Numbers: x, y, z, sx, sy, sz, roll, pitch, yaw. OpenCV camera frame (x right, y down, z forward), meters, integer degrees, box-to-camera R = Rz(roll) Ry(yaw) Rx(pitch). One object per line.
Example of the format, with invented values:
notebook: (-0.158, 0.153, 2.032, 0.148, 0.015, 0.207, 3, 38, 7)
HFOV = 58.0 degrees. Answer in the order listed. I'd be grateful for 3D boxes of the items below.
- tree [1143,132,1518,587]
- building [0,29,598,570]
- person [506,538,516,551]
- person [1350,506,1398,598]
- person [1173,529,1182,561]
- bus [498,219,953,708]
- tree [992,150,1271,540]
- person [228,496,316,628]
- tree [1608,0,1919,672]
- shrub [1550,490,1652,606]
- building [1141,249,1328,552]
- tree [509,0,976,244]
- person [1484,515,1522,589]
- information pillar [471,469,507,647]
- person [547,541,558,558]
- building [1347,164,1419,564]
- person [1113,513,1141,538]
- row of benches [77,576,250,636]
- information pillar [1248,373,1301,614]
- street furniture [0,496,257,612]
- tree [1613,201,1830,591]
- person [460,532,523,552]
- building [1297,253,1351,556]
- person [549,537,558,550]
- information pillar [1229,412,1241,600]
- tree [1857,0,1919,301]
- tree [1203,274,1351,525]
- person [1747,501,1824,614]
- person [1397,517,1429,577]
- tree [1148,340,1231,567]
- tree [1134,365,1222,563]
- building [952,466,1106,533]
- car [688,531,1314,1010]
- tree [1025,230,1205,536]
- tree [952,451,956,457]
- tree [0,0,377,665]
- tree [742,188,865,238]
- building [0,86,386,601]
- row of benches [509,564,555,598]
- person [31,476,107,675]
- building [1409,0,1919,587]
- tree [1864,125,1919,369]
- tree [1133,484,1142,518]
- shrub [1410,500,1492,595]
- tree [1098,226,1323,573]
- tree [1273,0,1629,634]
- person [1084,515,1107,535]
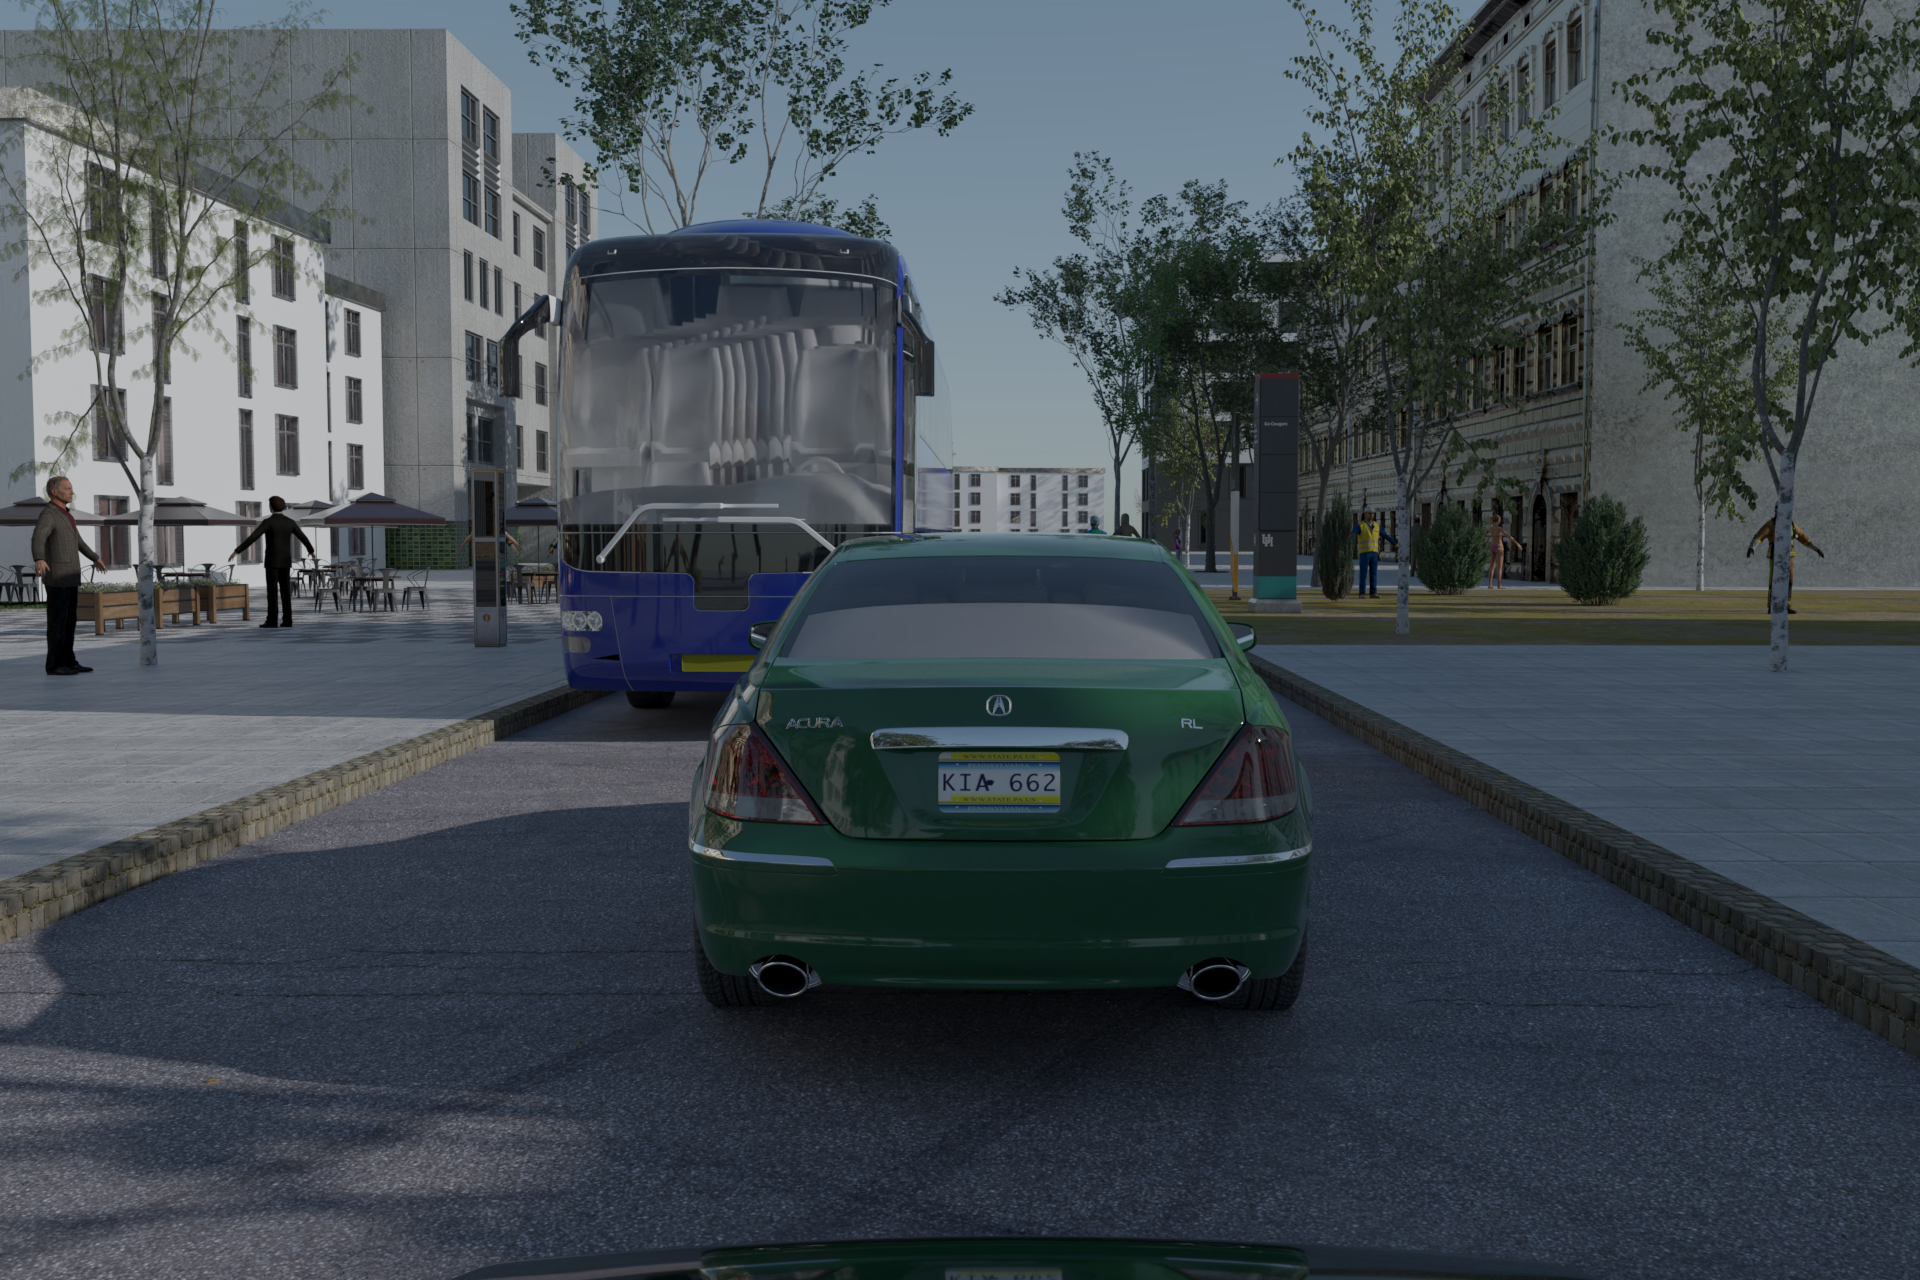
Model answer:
tree: (8.575, -6.536, 41.269, 8.767, 10.594, 7.601, 0, 4, 5)
building: (-26.161, -12.866, 76.811, 16.747, 18.905, 31.486, 0, 4, 1)
person: (-10.404, -2.022, 38.989, 0.705, 1.837, 1.347, -3, 5, -41)
person: (8.152, -1.745, 34.499, 1.349, 1.833, 0.705, -1, 4, -13)
person: (7.196, -2.904, 56.743, 0.599, 1.433, 0.991, 0, 4, 5)
bus: (-1.488, -1.587, 17.499, 2.896, 3.916, 12.251, 0, 4, 1)
tree: (8.391, -14.127, 86.858, 12.611, 20.169, 13.585, 0, 3, 0)
person: (-9.374, -1.074, 23.748, 0.705, 1.806, 1.347, 2, 4, 33)
tree: (7.851, -4.012, 15.963, 4.737, 8.622, 4.395, 0, 3, 0)
shrub: (11.541, -1.661, 31.200, 1.661, 2.075, 1.752, 0, 3, 0)
building: (28.594, -18.156, 140.817, 27.936, 21.610, 32.646, 0, 4, 2)
tree: (-6.304, -11.821, 49.170, 12.611, 20.169, 13.585, 0, 3, 0)
person: (12.636, -2.072, 40.678, 0.721, 1.733, 1.217, -3, 4, -38)
information pillar: (-5.349, -0.929, 19.687, 0.304, 2.012, 0.304, 0, 4, 2)
person: (-5.654, -1.216, 26.350, 1.216, 1.772, 0.721, -1, 4, -17)
building: (28.629, -15.107, 77.931, 19.493, 23.208, 18.063, 0, 4, 2)
person: (4.194, -2.329, 44.208, 1.348, 1.813, 0.705, -2, 4, -32)
row of benches: (-11.037, -0.507, 23.746, 1.422, 0.672, 4.104, 0, 4, 4)
information pillar: (5.138, -2.374, 28.194, 0.750, 3.857, 0.750, 0, 4, 1)
street furniture: (-26.139, -1.264, 25.694, 27.439, 1.986, 14.083, 0, 4, -4)
tree: (16.940, -5.409, 38.800, 4.737, 8.622, 4.395, 0, 3, 0)
person: (-10.189, -1.940, 37.571, 1.347, 1.847, 0.705, 0, 4, -3)
building: (29.821, -16.325, 97.843, 19.493, 23.208, 18.063, 0, 4, 2)
person: (-8.932, -2.123, 40.486, 1.354, 1.856, 0.705, -1, 4, -19)
information pillar: (5.342, -2.586, 33.640, 0.183, 3.616, 0.504, 0, 4, 0)
tree: (13.032, -4.380, 21.973, 4.360, 8.622, 3.978, 0, 3, 0)
tree: (8.437, -6.043, 49.161, 4.360, 8.622, 3.978, 0, 3, 0)
person: (13.191, -1.346, 27.780, 1.354, 1.858, 0.705, -1, 4, -10)
person: (13.732, -2.797, 52.000, 1.348, 1.796, 0.705, 2, 4, 35)
tree: (8.836, -7.106, 66.544, 4.737, 8.622, 4.395, 0, 3, 0)
tree: (9.431, -7.523, 73.366, 4.360, 8.622, 3.978, 0, 3, 0)
building: (4.117, -16.579, 215.673, 28.070, 9.664, 9.099, 0, 4, -6)
car: (0.158, 0.314, 6.667, 2.131, 1.459, 4.920, 0, 4, 1)
tree: (11.190, -15.318, 106.342, 12.611, 20.169, 13.585, 0, 3, 0)
tree: (-5.268, -12.184, 109.570, 12.009, 13.543, 11.850, 0, 3, 0)
tree: (-7.983, -4.044, 16.483, 4.360, 8.622, 3.978, 0, 3, 0)
tree: (-7.090, -9.678, 64.886, 9.857, 13.997, 8.962, 0, 3, 0)
building: (-21.442, -6.404, 46.860, 9.099, 9.664, 28.070, 0, 4, 2)
row of benches: (-7.717, -1.292, 36.587, 1.422, 0.672, 4.104, 2, 4, 35)
person: (-8.194, -0.592, 15.853, 0.705, 1.807, 1.348, 0, 4, -5)
building: (24.679, -13.407, 50.125, 19.493, 23.208, 18.063, 0, 4, 2)
tree: (16.650, -4.744, 27.930, 4.737, 8.622, 4.395, 0, 3, 0)
tree: (23.732, -16.012, 212.165, 4.360, 8.622, 3.978, 0, 3, 0)
shrub: (10.375, -1.967, 36.585, 1.690, 2.028, 1.600, 0, 3, 0)
tree: (8.438, -8.065, 57.619, 9.928, 11.665, 9.643, 0, 3, 0)
tree: (5.788, -4.370, 21.815, 4.737, 8.622, 4.395, 0, 3, 0)
person: (2.767, -1.668, 35.850, 1.347, 1.817, 0.704, -1, 4, -21)
